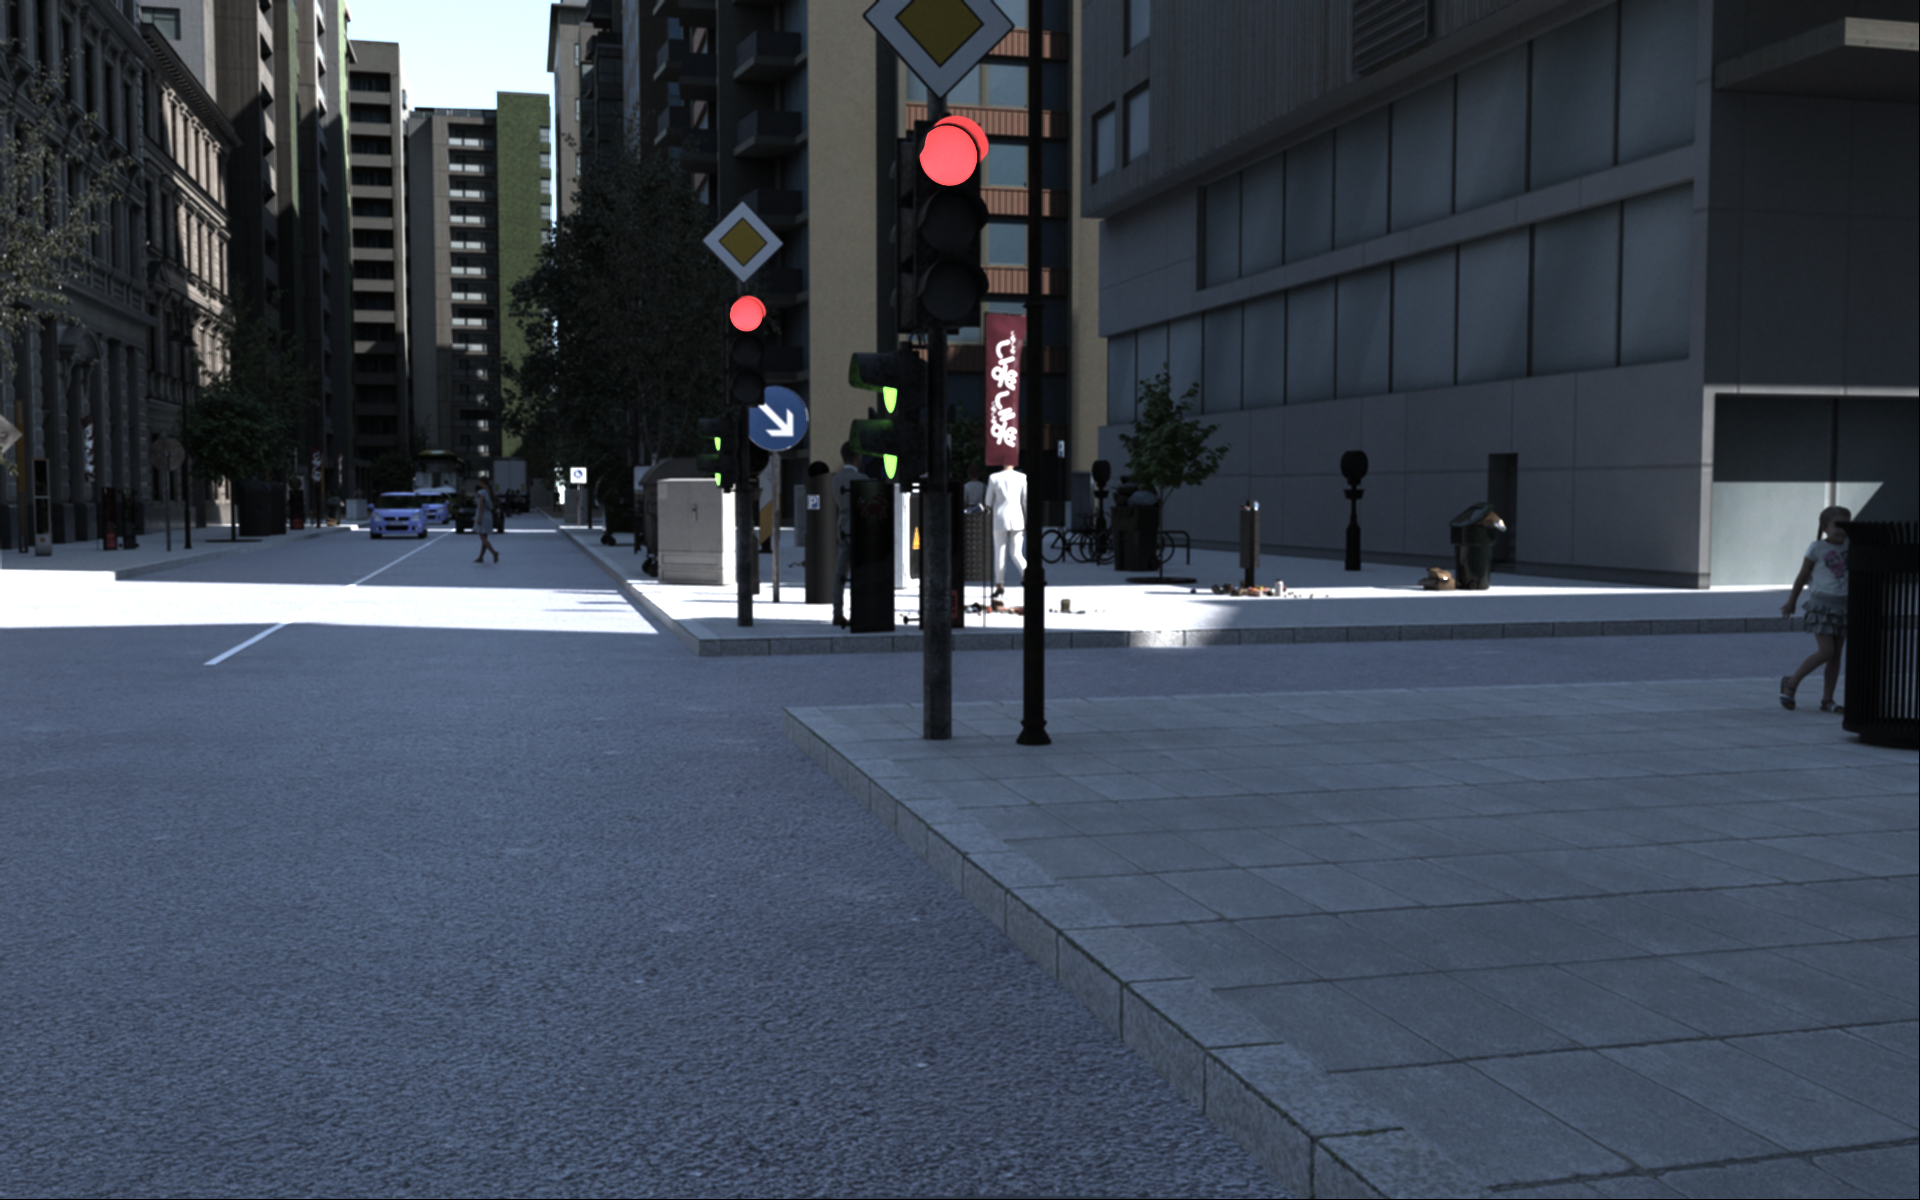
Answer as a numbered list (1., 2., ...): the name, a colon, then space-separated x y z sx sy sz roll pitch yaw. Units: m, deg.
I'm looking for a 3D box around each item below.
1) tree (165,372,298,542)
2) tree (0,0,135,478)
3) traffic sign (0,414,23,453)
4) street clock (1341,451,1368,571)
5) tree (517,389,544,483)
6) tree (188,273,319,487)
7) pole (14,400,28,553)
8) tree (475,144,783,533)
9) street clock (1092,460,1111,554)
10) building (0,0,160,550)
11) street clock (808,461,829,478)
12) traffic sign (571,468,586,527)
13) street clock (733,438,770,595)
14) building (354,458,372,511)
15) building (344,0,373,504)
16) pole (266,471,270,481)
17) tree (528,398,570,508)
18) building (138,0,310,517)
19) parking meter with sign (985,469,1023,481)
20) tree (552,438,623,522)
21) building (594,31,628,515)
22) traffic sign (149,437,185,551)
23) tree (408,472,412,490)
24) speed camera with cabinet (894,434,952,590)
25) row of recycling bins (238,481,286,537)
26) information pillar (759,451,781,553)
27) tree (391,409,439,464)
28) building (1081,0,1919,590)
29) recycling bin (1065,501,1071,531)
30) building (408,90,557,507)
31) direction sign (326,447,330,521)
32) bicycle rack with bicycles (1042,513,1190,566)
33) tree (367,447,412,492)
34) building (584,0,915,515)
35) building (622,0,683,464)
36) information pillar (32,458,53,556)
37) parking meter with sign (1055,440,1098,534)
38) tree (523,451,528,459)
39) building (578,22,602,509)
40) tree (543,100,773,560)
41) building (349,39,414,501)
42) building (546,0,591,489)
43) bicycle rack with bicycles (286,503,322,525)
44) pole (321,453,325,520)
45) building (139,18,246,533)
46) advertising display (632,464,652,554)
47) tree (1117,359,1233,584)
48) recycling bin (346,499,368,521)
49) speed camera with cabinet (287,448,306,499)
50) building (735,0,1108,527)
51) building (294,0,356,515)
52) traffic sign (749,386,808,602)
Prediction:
1. tree: -19.773 -3.859 46.804 4.285 4.588 4.351 0 3 0
2. tree: -13.624 -4.453 23.171 4.360 8.622 3.978 0 3 0
3. traffic sign: -14.926 -1.656 26.812 0.795 2.593 0.064 -1 4 -8
4. street clock: 6.587 -1.493 28.975 0.471 2.002 0.358 -3 5 -42
5. tree: -15.962 -7.458 72.307 4.360 8.622 3.978 0 3 0
6. tree: -23.408 -6.557 57.572 4.737 8.622 4.395 0 3 0
7. pole: -20.345 -2.672 37.526 0.158 3.312 0.155 0 3 0
8. tree: -10.671 -8.557 56.907 9.611 12.733 9.660 0 3 0
9. street clock: 3.038 -2.000 37.264 0.358 2.002 0.471 2 4 30
10. building: -28.212 -13.194 44.598 11.050 23.489 19.941 -1 4 -14
11. street clock: -3.113 -2.056 38.192 0.471 2.002 0.358 0 4 -5
12. traffic sign: -14.854 -3.995 67.440 0.606 2.300 0.079 -1 4 -10
13. street clock: -2.682 -1.071 22.088 0.471 2.002 0.358 -2 4 -30
14. building: -53.031 -41.784 121.414 20.563 71.187 20.611 -1 4 -14
15. building: -63.189 -29.791 141.707 28.867 44.769 22.147 -1 4 -14
16. pole: -24.449 -4.120 61.199 0.158 3.312 0.155 0 3 0
17. tree: -28.057 -10.572 123.208 4.737 8.622 4.395 0 3 0
18. building: -43.017 -19.568 91.643 14.160 30.474 14.107 -1 4 -14
19. parking meter with sign: 1.604 -3.511 53.663 1.738 3.016 0.543 0 4 1
20. tree: -17.396 -5.952 81.024 4.285 4.588 4.351 0 3 0
21. building: -16.784 -20.914 113.650 14.160 30.474 14.107 -1 4 -14
22. traffic sign: -17.724 -2.362 38.729 0.768 2.556 0.104 0 4 -8
23. tree: -42.193 -8.587 135.005 1.663 3.219 1.824 0 3 0
24. speed camera with cabinet: -0.678 -1.821 24.112 0.660 3.252 2.038 1 4 18
25. row of recycling bins: -21.772 -2.866 53.970 1.069 1.692 3.534 -1 4 -11
26. information pillar: -4.129 -2.821 37.485 0.504 3.616 0.183 1 4 17
27. tree: -46.995 -12.213 150.049 4.360 8.622 3.978 0 3 0
28. building: 19.059 -27.286 35.371 27.495 52.752 28.713 -1 4 -14
29. recycling bin: 4.073 -2.856 59.258 0.722 1.027 0.722 3 4 36
30. building: -49.132 -30.272 178.534 14.086 41.232 14.154 -1 4 -14
31. direction sign: -30.265 -5.574 83.135 0.379 3.537 0.876 -1 4 -21
32. bicycle rack with bicycles: 2.867 -1.149 32.175 2.925 0.926 2.852 -1 4 -16
33. tree: -38.780 -8.246 118.531 4.285 4.588 4.351 0 3 0
34. building: -17.732 -29.433 135.846 22.147 44.769 28.867 -1 4 -14
35. building: -11.891 -27.489 99.549 14.600 45.320 14.200 -1 4 -14
36. information pillar: -19.000 -1.918 35.859 0.304 2.012 0.304 -2 4 -24
37. parking meter with sign: 3.987 -3.663 56.150 1.738 3.016 0.543 2 4 26
38. tree: -38.358 -12.907 161.385 4.737 8.622 4.395 0 3 0
39. building: -26.941 -28.877 155.736 14.154 41.232 14.086 -1 4 -14
40. tree: -5.725 -5.041 32.786 4.360 8.622 3.978 0 3 0
41. building: -67.161 -33.830 176.816 21.600 48.544 21.300 -1 4 -14
42. building: -30.708 -36.748 190.075 27.495 52.752 28.713 -1 4 -14
43. bicycle rack with bicycles: -27.667 -3.547 71.376 2.852 0.926 2.925 -2 4 -28
44. pole: -31.823 -5.667 86.496 0.158 3.312 0.155 0 3 0
45. building: -33.213 -12.173 63.662 10.561 19.102 19.286 -1 4 -14
46. advertising display: -6.561 -1.961 37.283 0.974 1.923 0.123 -1 4 -10
47. tree: 2.894 -1.858 24.982 1.663 3.219 1.824 0 3 0
48. recycling bin: -29.389 -4.393 84.381 0.722 1.027 0.722 2 4 26
49. speed camera with cabinet: -29.097 -4.873 74.008 2.038 3.252 0.660 -1 4 -12
50. building: -2.316 -25.945 78.824 22.147 44.769 28.867 -1 4 -14
51. building: -45.540 -25.857 106.362 14.154 41.232 14.086 -1 4 -14
52. traffic sign: -2.176 -1.244 20.449 0.768 2.556 0.104 -1 4 -10
